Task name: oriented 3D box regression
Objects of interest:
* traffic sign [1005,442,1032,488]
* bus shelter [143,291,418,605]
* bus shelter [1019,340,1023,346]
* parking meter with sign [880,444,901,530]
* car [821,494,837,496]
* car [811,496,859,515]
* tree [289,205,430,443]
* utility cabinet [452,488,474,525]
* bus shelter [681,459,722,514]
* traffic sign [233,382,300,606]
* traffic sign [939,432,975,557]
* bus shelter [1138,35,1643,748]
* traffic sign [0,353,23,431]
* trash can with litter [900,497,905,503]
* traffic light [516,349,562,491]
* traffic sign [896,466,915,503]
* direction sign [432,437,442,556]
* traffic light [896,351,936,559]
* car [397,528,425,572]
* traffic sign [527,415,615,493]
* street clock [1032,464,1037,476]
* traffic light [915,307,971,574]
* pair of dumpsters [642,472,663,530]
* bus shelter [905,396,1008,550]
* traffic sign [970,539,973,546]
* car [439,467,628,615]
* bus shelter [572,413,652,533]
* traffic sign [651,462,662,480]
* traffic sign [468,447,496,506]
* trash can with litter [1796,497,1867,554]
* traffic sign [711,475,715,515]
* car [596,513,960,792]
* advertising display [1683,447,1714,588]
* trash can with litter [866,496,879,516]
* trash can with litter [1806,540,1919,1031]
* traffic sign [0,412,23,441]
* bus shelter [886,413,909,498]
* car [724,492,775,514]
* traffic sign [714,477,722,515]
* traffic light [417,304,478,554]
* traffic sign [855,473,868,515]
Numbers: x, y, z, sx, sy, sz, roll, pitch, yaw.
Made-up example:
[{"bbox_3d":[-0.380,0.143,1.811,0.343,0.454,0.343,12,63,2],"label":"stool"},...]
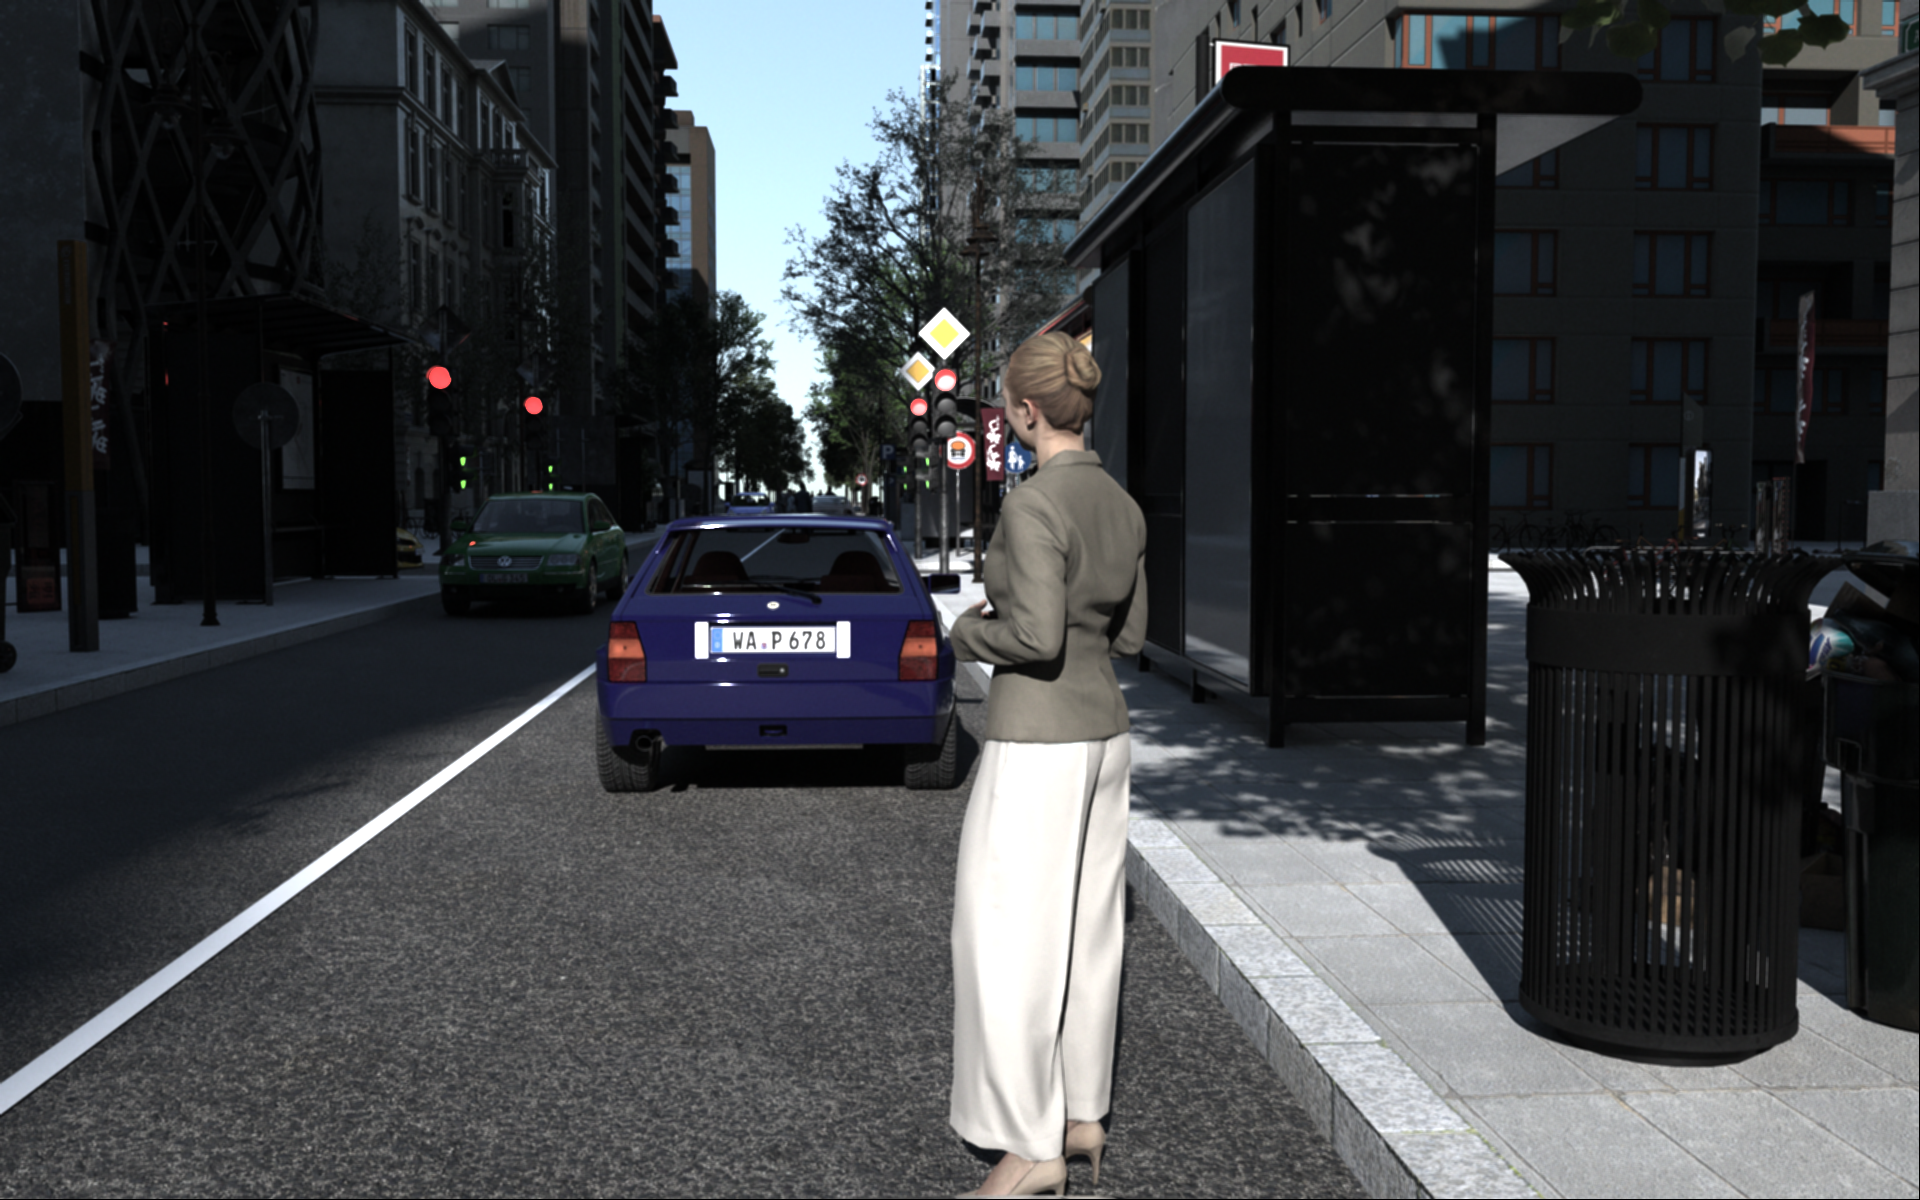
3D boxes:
[{"bbox_3d":[1.377,-2.599,42.592,0.768,2.556,0.104,0,4,0],"label":"traffic sign"},{"bbox_3d":[-8.828,-1.950,23.158,1.731,3.624,6.357,0,4,-4],"label":"bus shelter"},{"bbox_3d":[1.995,-2.698,21.743,2.179,5.291,8.768,0,4,-4],"label":"bus shelter"},{"bbox_3d":[-2.369,-3.979,61.314,0.543,3.016,1.738,1,4,10],"label":"parking meter with sign"},{"bbox_3d":[-10.311,-7.612,136.258,2.131,1.459,4.920,0,4,-3],"label":"car"},{"bbox_3d":[-4.640,-3.030,61.897,2.083,1.381,4.827,0,4,-3],"label":"car"},{"bbox_3d":[-15.643,-5.781,44.889,4.360,8.622,3.978,0,3,0],"label":"tree"},{"bbox_3d":[-17.304,-3.147,60.137,0.318,1.500,1.173,-3,5,-44],"label":"utility cabinet"},{"bbox_3d":[-15.132,-6.589,101.650,2.014,3.302,5.546,0,4,-4],"label":"bus shelter"},{"bbox_3d":[-7.928,-1.205,19.808,0.768,2.556,0.104,0,4,1],"label":"traffic sign"},{"bbox_3d":[-0.039,-2.157,35.369,0.768,2.556,0.104,0,4,0],"label":"traffic sign"},{"bbox_3d":[2.050,-2.157,12.899,2.179,5.291,8.768,0,4,-4],"label":"bus shelter"},{"bbox_3d":[-8.484,-0.911,15.002,0.768,2.556,0.104,0,4,5],"label":"traffic sign"},{"bbox_3d":[-2.362,-3.669,71.381,0.624,1.170,1.055,1,4,20],"label":"trash can with litter"},{"bbox_3d":[-8.183,-2.732,33.596,0.839,4.253,0.868,0,4,-4],"label":"traffic light"},{"bbox_3d":[-1.948,-3.882,63.571,0.768,2.556,0.104,0,4,2],"label":"traffic sign"},{"bbox_3d":[-10.842,-2.699,36.125,0.379,3.537,0.876,-1,4,-14],"label":"direction sign"},{"bbox_3d":[-0.843,-2.766,34.150,0.839,4.253,0.868,0,4,-4],"label":"traffic light"},{"bbox_3d":[-11.124,-1.162,29.224,3.980,1.641,2.015,0,4,-3],"label":"car"},{"bbox_3d":[-10.065,-3.116,44.811,2.265,3.308,0.079,0,4,-1],"label":"traffic sign"},{"bbox_3d":[1.964,-2.291,42.027,0.358,2.002,0.471,-2,4,-32],"label":"street clock"},{"bbox_3d":[-0.257,-2.279,26.187,0.839,4.253,0.868,0,4,-4],"label":"traffic light"},{"bbox_3d":[-11.638,-3.655,62.257,1.574,2.255,4.437,0,4,-4],"label":"pair of dumpsters"},{"bbox_3d":[-0.111,-2.732,38.587,2.014,3.302,5.546,0,4,-4],"label":"bus shelter"},{"bbox_3d":[0.286,-2.590,42.358,0.884,2.594,0.081,0,4,-1],"label":"traffic sign"},{"bbox_3d":[-5.338,-0.810,22.035,1.959,1.807,4.718,0,4,-3],"label":"car"},{"bbox_3d":[-10.668,-3.804,53.484,1.731,3.624,6.357,0,4,-4],"label":"bus shelter"},{"bbox_3d":[-12.368,-4.249,69.572,0.768,2.556,0.104,0,4,1],"label":"traffic sign"},{"bbox_3d":[-10.393,-2.172,37.646,0.606,2.300,0.079,0,4,1],"label":"traffic sign"},{"bbox_3d":[18.789,-1.608,37.346,2.233,1.210,1.678,1,4,14],"label":"trash can with litter"},{"bbox_3d":[-15.556,-6.629,108.482,0.768,2.556,0.104,0,4,-3],"label":"traffic sign"},{"bbox_3d":[-0.943,0.176,9.698,1.945,1.354,3.894,0,4,-3],"label":"car"},{"bbox_3d":[10.234,-1.150,24.014,0.123,1.923,0.974,3,4,37],"label":"advertising display"},{"bbox_3d":[-4.546,-4.698,88.194,0.624,1.170,1.055,-2,4,-33],"label":"trash can with litter"},{"bbox_3d":[2.655,0.435,4.275,1.055,1.170,0.624,0,4,-3],"label":"trash can with litter"},{"bbox_3d":[-9.479,-0.957,16.832,0.795,2.450,0.064,0,4,4],"label":"traffic sign"},{"bbox_3d":[-2.579,-6.373,81.830,2.179,5.291,8.768,0,4,-4],"label":"bus shelter"},{"bbox_3d":[-8.045,-3.485,66.577,1.945,1.707,3.694,0,4,-3],"label":"car"},{"bbox_3d":[-15.143,-6.511,107.642,0.795,2.450,0.064,0,4,-3],"label":"traffic sign"},{"bbox_3d":[-7.597,-2.245,25.633,0.839,4.253,0.868,0,4,-4],"label":"traffic light"},{"bbox_3d":[-6.063,-6.531,106.880,0.768,2.556,0.104,0,4,2],"label":"traffic sign"}]
